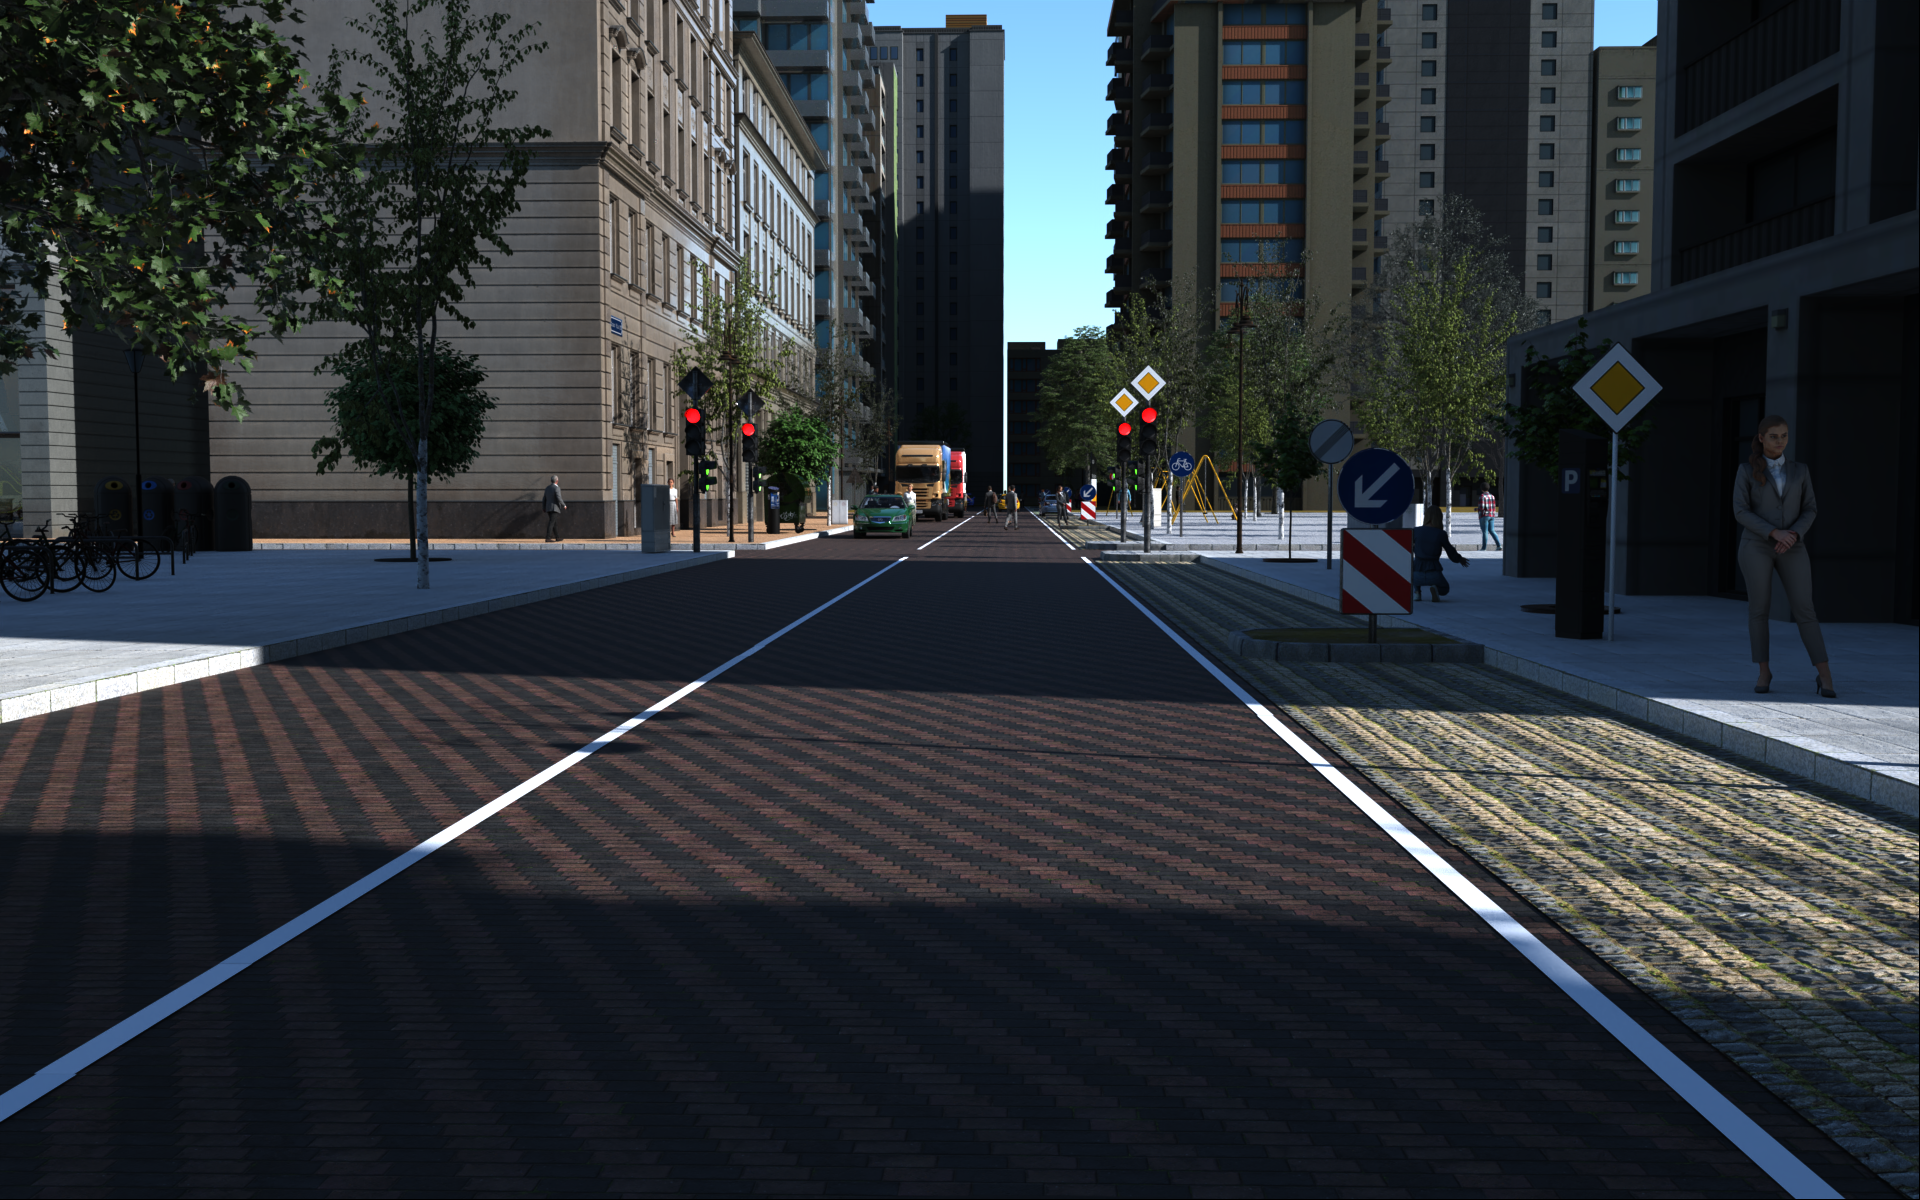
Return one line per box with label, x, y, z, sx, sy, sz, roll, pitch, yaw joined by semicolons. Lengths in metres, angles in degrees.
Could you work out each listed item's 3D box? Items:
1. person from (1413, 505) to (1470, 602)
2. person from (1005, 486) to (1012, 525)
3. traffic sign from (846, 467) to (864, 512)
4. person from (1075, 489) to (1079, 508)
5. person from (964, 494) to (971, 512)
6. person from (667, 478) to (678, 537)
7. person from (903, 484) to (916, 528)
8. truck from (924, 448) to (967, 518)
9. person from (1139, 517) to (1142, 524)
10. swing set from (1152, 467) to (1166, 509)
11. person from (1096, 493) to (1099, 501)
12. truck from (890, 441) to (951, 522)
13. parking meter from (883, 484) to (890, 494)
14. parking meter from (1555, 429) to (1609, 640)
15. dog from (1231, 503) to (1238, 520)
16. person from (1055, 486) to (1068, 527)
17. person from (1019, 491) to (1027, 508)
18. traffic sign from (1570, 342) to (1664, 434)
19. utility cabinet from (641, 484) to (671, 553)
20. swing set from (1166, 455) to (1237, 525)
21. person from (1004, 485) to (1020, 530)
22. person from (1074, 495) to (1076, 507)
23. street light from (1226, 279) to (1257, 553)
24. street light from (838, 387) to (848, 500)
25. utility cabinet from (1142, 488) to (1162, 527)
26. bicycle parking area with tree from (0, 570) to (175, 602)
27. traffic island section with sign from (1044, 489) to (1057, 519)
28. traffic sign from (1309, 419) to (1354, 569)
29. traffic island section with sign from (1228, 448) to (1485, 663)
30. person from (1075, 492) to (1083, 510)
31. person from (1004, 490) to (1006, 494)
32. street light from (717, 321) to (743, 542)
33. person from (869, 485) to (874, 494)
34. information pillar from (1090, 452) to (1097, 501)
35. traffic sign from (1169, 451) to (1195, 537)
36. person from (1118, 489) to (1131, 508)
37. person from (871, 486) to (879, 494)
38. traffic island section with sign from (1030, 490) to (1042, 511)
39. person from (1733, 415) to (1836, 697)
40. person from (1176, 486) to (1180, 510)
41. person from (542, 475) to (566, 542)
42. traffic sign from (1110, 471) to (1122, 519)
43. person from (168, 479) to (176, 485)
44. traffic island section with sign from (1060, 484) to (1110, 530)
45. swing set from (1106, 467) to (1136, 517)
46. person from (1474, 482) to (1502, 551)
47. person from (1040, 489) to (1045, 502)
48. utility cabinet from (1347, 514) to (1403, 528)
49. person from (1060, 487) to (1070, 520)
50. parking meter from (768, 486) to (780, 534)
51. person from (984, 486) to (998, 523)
person;5.561;-0.568;20.834;1.012;1.151;0.738;2;4;25
person;2.206;-4.348;79.863;0.573;1.790;0.520;-2;4;-29
traffic sign;-5.043;-5.093;83.271;0.884;2.594;0.081;0;4;4
person;10.803;-9.186;156.766;0.750;1.759;0.617;0;4;-6
person;0.414;-7.971;138.829;0.705;1.824;1.348;3;4;38
person;-8.612;-2.752;51.616;0.480;1.755;0.524;-2;4;-30
person;-1.770;-3.202;61.071;0.478;1.798;0.641;1;4;11
truck;-0.930;-7.245;107.372;2.839;4.237;11.283;0;4;1
person;7.775;-4.012;72.232;0.643;1.750;0.593;0;4;-1
swing set;9.804;-4.826;76.520;2.862;2.851;3.119;0;4;-1
person;11.486;-8.538;146.359;0.721;1.735;1.217;2;4;24
truck;-1.972;-6.388;93.365;2.839;4.237;11.283;0;4;2
parking meter;-4.203;-5.709;99.061;0.399;1.863;0.255;2;4;28
parking meter;5.522;-0.591;15.378;0.255;1.863;0.399;-2;4;-24
dog;13.770;-4.393;86.198;0.513;0.831;0.800;3;4;39
person;4.398;-3.992;74.043;0.573;1.790;0.520;2;4;26
person;6.613;-10.497;180.653;0.617;1.759;0.750;2;4;35
traffic sign;5.703;-0.935;15.026;0.795;2.593;0.064;0;4;3
utility cabinet;-6.647;-1.788;37.915;0.318;1.500;1.173;0;4;7
swing set;10.050;-4.483;70.915;2.862;2.851;3.119;1;4;9
person;2.045;-3.679;68.918;0.678;1.792;0.850;3;4;36
person;11.768;-10.186;175.822;0.421;1.427;0.697;0;4;-3
street light;6.050;-3.948;37.345;0.468;5.910;1.993;0;4;2
street light;-5.144;-6.271;75.316;0.468;5.910;1.993;0;4;2
utility cabinet;7.420;-3.570;67.042;0.318;1.500;1.173;2;4;29
bicycle parking area with tree;-15.097;-2.226;23.406;9.016;4.147;8.231;0;4;5
traffic island section with sign;5.878;-5.480;98.228;1.989;1.847;2.006;0;4;2
traffic sign;6.306;-1.798;29.496;0.768;2.556;0.104;0;4;3
traffic island section with sign;3.470;-0.425;15.583;1.989;1.847;2.006;0;4;2
person;9.894;-8.314;142.659;0.721;1.739;1.217;-3;5;-41
person;4.676;-10.320;177.367;0.705;1.807;1.348;0;4;7
street light;-6.126;-4.495;46.277;0.468;5.910;1.993;0;4;2
person;-5.248;-5.927;103.132;0.721;1.800;0.419;2;4;26
information pillar;7.356;-6.374;95.566;0.183;3.616;0.504;3;5;39
traffic sign;6.617;-3.160;51.765;0.768;2.556;0.104;0;4;3
person;8.325;-4.982;87.365;0.638;1.841;0.748;1;4;21
person;-3.647;-3.946;73.372;0.721;1.781;0.623;-2;4;-34
traffic island section with sign;8.114;-10.215;175.635;1.989;1.847;2.006;0;4;2
person;5.277;-0.291;11.082;0.520;1.790;0.573;0;4;-8
person;15.797;-7.316;125.297;0.705;1.869;1.348;1;4;9
person;-10.801;-2.435;46.251;0.661;1.777;0.834;2;4;28
traffic sign;8.101;-5.461;89.389;0.768;2.556;0.104;1;4;10
person;-19.144;-2.045;42.109;0.661;1.801;0.590;1;4;16
traffic island section with sign;5.075;-3.785;70.517;1.989;1.847;2.006;0;4;2
swing set;10.359;-6.308;100.758;3.119;2.851;2.862;-2;4;-27
person;13.030;-2.045;42.768;0.563;1.720;0.643;-2;4;-34
person;6.069;-7.253;127.078;0.705;1.826;1.348;-1;4;-10
utility cabinet;5.868;-0.819;24.560;0.306;1.237;1.020;-1;4;-19
person;5.778;-5.354;96.136;0.679;1.850;0.850;-2;4;-28
parking meter;-5.976;-2.887;55.621;0.372;1.533;0.369;0;3;0
person;1.516;-4.650;84.490;0.622;1.834;0.822;-1;4;-21
